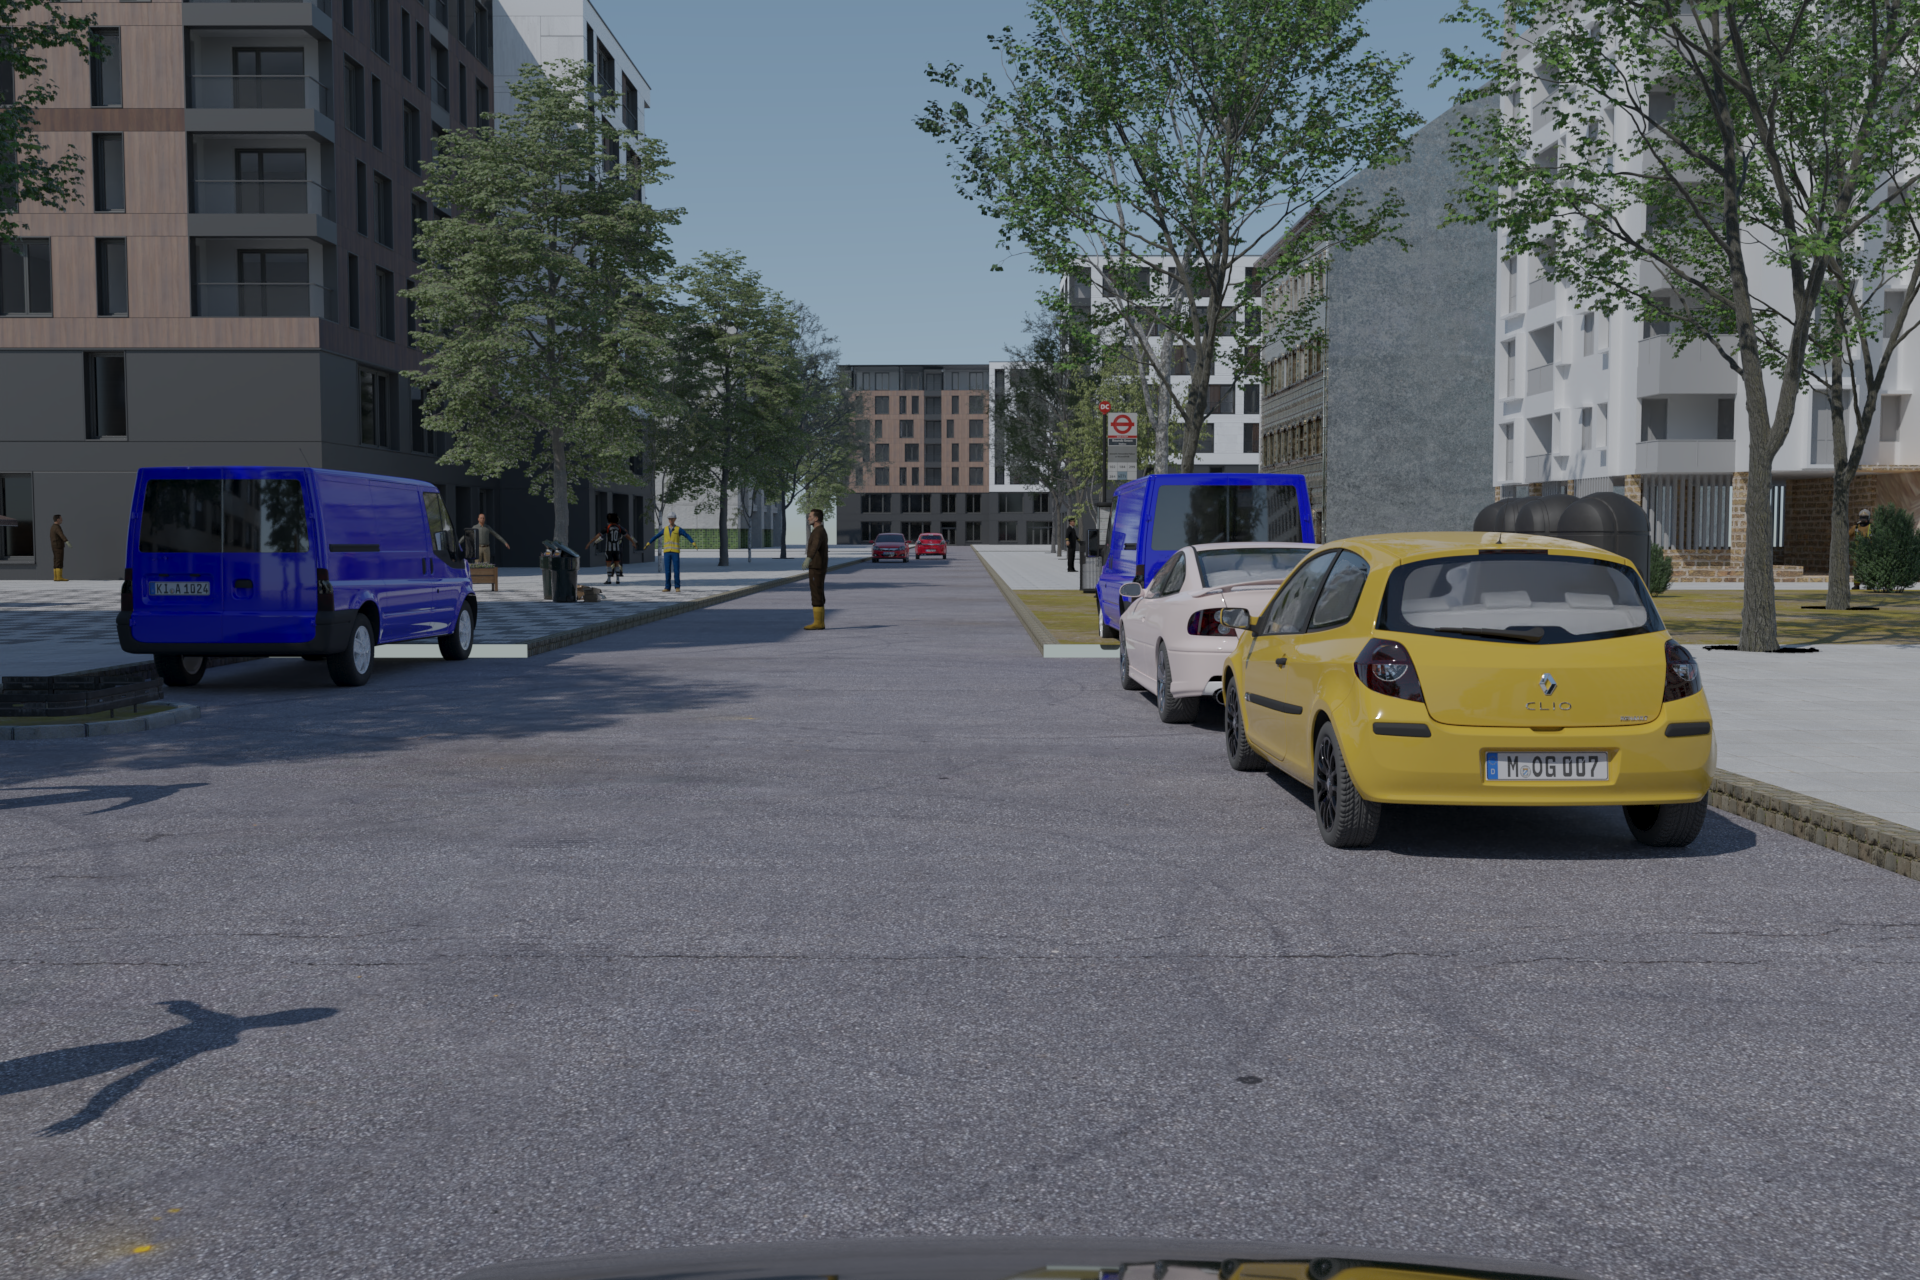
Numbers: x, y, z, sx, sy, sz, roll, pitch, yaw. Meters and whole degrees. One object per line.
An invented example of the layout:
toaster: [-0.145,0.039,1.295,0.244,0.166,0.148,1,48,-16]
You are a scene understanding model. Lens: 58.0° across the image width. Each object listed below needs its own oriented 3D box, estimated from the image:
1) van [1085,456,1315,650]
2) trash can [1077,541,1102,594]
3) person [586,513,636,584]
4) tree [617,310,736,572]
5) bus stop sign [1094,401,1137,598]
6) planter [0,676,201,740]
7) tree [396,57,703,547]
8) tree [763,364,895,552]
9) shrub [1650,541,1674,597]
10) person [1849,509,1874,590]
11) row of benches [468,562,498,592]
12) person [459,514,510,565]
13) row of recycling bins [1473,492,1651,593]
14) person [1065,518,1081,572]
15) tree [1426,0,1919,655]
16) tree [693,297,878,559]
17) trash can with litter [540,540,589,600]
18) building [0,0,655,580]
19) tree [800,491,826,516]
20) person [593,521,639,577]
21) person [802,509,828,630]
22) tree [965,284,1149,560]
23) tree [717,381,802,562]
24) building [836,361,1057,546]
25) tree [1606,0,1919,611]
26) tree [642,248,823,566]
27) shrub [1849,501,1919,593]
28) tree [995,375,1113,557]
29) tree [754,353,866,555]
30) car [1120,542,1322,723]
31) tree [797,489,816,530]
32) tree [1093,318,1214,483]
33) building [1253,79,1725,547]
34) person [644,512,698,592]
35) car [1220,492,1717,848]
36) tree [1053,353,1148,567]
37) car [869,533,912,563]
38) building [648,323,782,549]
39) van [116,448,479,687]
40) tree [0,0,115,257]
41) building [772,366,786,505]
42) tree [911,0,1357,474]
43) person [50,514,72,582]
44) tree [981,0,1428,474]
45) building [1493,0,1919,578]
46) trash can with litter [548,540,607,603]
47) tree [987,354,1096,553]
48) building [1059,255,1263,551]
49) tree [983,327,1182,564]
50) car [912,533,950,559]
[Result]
van: [2.668,-0.941,19.775,2.240,2.365,5.245,0,4,-1]
trash can: [2.893,-1.581,37.496,0.748,1.137,0.748,0,3,0]
person: [-8.916,-2.340,44.407,1.345,1.843,0.704,-2,4,-31]
tree: [-10.206,-6.558,57.590,4.360,8.622,3.978,0,3,0]
bus stop sign: [3.120,-2.819,34.795,0.855,3.939,0.416,0,4,-2]
planter: [-6.920,0.496,13.027,1.991,0.319,1.994,0,4,0]
tree: [-9.885,-7.558,41.705,7.486,12.596,7.792,0,3,0]
tree: [-9.703,-13.010,123.085,12.009,13.543,11.850,0,3,0]
shrub: [13.974,-1.471,35.163,1.383,1.207,1.383,0,3,0]
person: [20.769,-2.082,39.811,1.354,1.858,0.705,3,4,38]
row of benches: [-12.083,-1.374,37.926,4.104,0.672,1.422,-1,4,-21]
person: [-12.263,-2.336,44.469,1.348,1.796,0.705,-2,4,-25]
row of recycling bins: [6.255,-0.686,18.334,1.069,1.692,3.534,0,4,0]
person: [3.794,-3.211,58.432,0.705,1.837,1.347,2,4,24]
tree: [8.892,-5.687,18.738,9.928,11.665,9.643,0,3,0]
tree: [-9.000,-10.943,89.290,12.009,13.543,11.850,0,3,0]
trash can with litter: [-7.674,-1.376,33.885,1.055,1.170,0.624,0,4,0]
building: [-28.108,-13.435,63.638,27.936,21.610,32.646,0,3,0]
tree: [-17.601,-16.340,217.513,4.360,8.622,3.978,0,3,0]
person: [-10.302,-2.819,51.865,1.354,1.856,0.705,0,4,-6]
person: [-2.171,-1.061,25.943,0.704,1.812,1.346,0,4,2]
tree: [5.384,-10.756,86.227,12.009,13.543,11.850,0,3,0]
tree: [-9.643,-7.805,77.973,4.360,8.622,3.978,0,3,0]
building: [1.866,-22.688,217.377,32.646,21.610,27.936,0,4,3]
tree: [15.117,-6.323,29.133,9.928,11.665,9.643,0,3,0]
tree: [-9.145,-9.253,69.411,7.486,12.596,7.792,0,3,0]
shrub: [20.189,-2.032,37.641,1.690,2.028,1.600,0,3,0]
tree: [5.782,-9.997,97.858,8.767,10.594,7.601,2,4,24]
tree: [-9.665,-11.650,108.599,7.486,12.596,7.792,0,3,0]
car: [2.430,-0.131,14.501,2.083,1.381,4.827,0,4,-1]
tree: [-17.524,-16.061,212.951,4.360,8.622,3.978,0,3,0]
tree: [6.349,-6.675,59.503,4.737,8.622,4.395,0,3,0]
building: [26.065,-15.726,88.044,19.493,23.208,18.063,0,4,0]
person: [-6.385,-1.947,38.290,1.216,1.772,0.721,0,4,6]
car: [2.499,0.053,9.349,2.015,1.641,3.980,0,4,-1]
tree: [5.448,-7.168,67.560,4.737,8.622,4.395,0,3,0]
car: [-3.519,-4.822,87.878,2.155,1.783,4.494,0,3,0]
building: [-26.826,-18.017,161.037,16.747,18.905,31.486,0,4,1]
van: [-6.542,-0.828,17.929,2.240,2.365,5.245,0,3,0]
tree: [-13.094,-5.641,17.986,9.928,11.665,9.643,0,3,0]
building: [-24.748,-19.961,182.774,16.016,20.090,11.380,0,3,0]
tree: [4.851,-11.658,46.502,12.611,20.169,13.585,0,3,0]
person: [-24.357,-2.490,46.844,0.704,1.812,1.346,-3,5,-45]
tree: [3.927,-6.294,28.663,9.928,11.665,9.643,0,3,0]
building: [23.648,-12.337,58.130,16.016,20.090,11.380,0,4,0]
trash can with litter: [-7.197,-1.297,32.594,1.055,1.170,0.624,0,4,1]
tree: [6.330,-12.521,115.085,12.009,13.543,11.850,0,3,0]
building: [22.029,-18.304,143.249,27.936,21.610,32.646,0,4,0]
tree: [5.275,-8.558,74.331,8.767,10.594,7.601,0,4,-1]
car: [-1.665,-5.541,99.635,2.155,1.783,4.494,0,4,-1]
